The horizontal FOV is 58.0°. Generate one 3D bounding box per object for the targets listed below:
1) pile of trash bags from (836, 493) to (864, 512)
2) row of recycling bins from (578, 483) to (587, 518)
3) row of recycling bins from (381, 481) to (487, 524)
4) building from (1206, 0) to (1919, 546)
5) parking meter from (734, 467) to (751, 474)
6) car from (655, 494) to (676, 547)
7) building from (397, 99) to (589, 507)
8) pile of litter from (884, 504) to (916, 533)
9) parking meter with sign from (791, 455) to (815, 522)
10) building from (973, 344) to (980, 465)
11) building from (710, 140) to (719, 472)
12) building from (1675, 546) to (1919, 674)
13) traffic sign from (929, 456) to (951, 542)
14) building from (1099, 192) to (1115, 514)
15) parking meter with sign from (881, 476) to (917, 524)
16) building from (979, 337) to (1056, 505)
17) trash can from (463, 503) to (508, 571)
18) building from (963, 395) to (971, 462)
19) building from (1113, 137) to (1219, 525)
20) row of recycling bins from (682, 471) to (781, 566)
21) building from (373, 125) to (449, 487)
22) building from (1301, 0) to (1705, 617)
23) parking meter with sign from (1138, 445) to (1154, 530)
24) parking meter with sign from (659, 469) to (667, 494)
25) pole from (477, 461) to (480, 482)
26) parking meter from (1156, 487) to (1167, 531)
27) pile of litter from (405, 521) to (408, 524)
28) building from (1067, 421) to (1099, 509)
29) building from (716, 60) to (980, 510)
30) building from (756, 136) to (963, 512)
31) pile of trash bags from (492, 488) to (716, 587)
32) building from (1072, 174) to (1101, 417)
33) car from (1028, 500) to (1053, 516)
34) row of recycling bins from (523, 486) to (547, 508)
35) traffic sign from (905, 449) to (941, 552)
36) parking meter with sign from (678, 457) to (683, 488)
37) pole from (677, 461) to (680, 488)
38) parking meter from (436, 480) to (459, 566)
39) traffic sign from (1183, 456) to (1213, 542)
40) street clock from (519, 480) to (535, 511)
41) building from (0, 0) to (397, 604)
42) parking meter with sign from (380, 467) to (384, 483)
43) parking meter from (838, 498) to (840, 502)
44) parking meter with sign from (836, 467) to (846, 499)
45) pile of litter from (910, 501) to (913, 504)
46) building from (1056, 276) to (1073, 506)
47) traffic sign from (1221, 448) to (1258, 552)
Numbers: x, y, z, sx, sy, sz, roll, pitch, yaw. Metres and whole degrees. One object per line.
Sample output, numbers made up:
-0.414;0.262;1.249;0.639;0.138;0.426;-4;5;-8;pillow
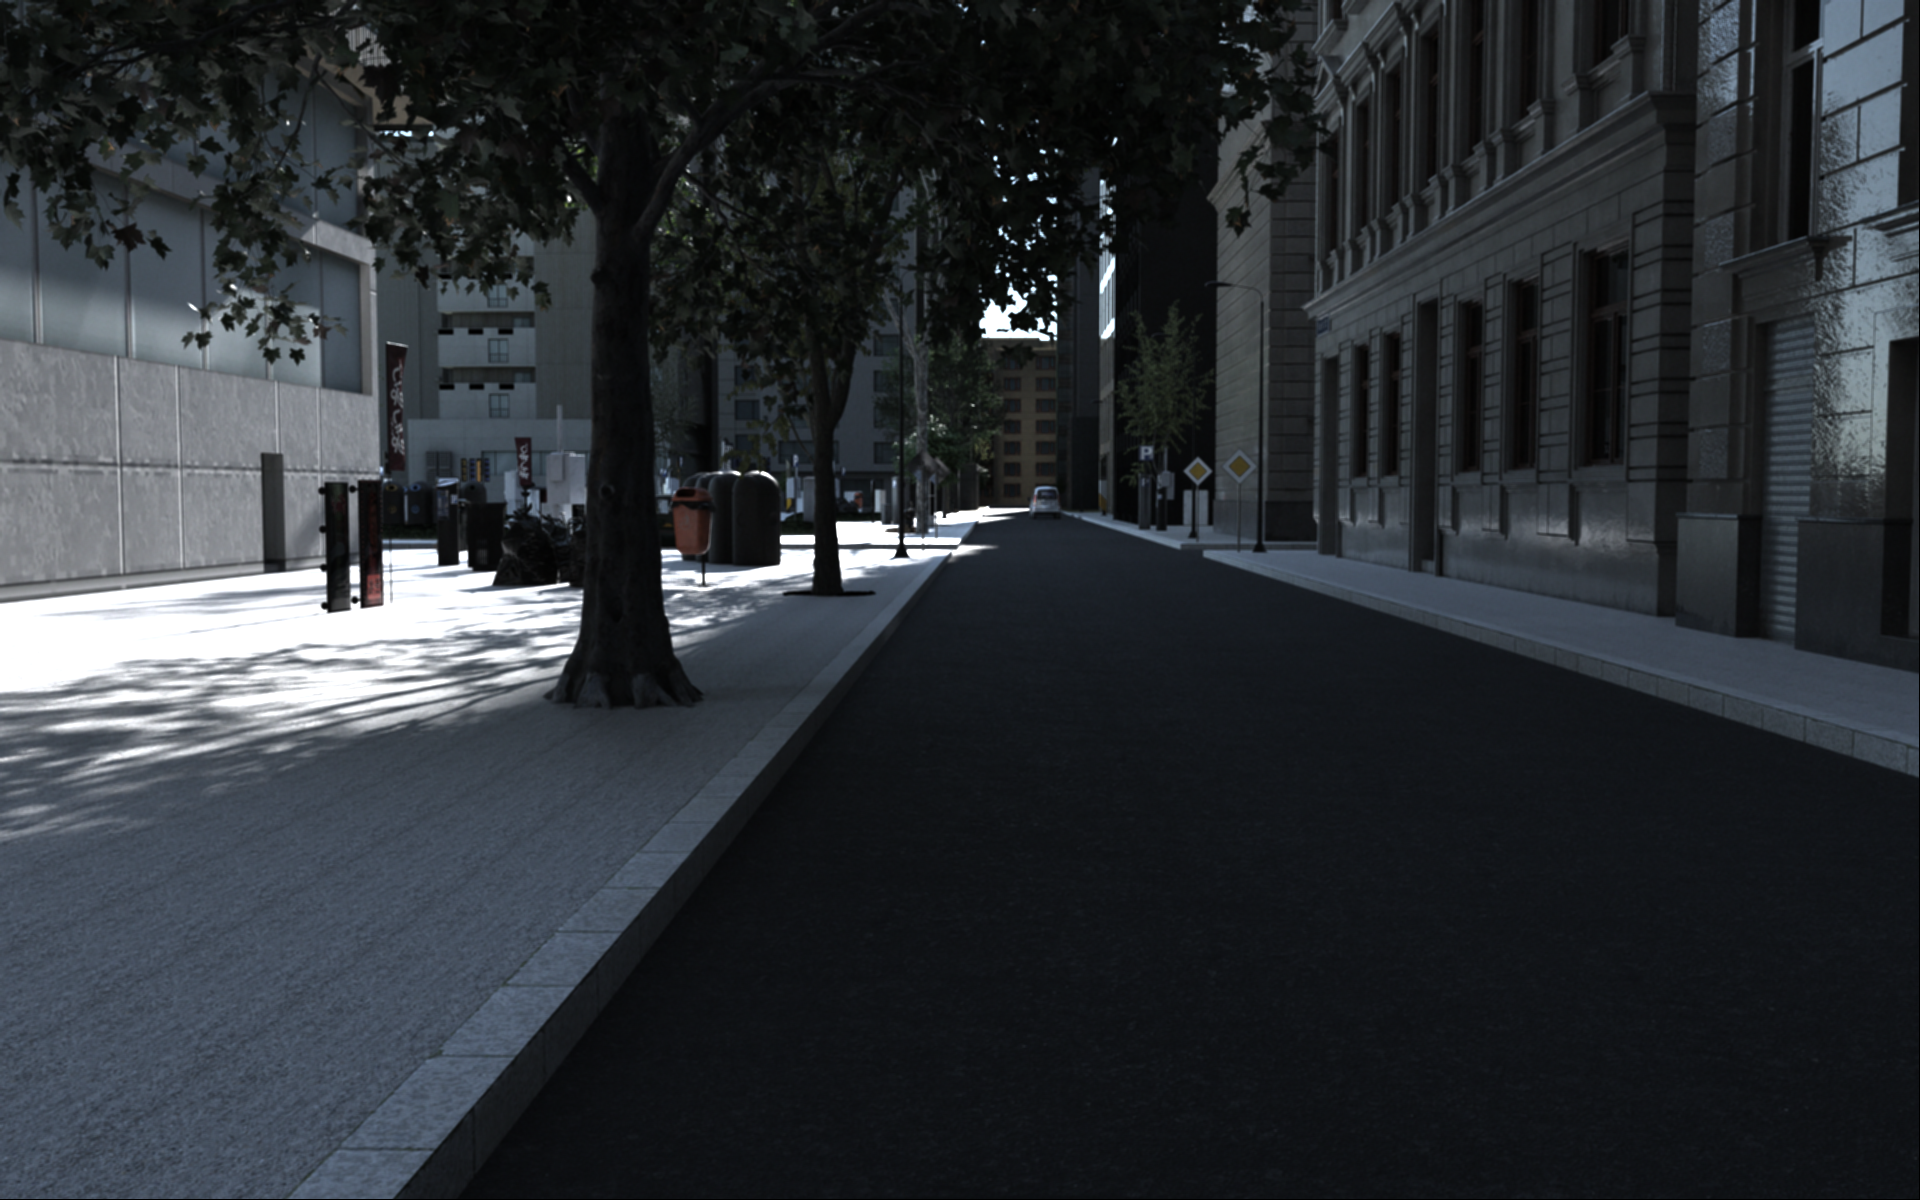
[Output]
-6.415;-5.351;97.249;1.912;1.369;3.447;2;4;26;pile of trash bags
-13.831;-3.622;66.335;1.069;1.692;3.534;3;5;40;row of recycling bins
-16.240;-2.828;53.344;3.534;1.692;1.069;1;4;10;row of recycling bins
20.477;-15.536;51.284;25.104;27.353;12.463;0;4;1;building
-4.680;-1.952;37.619;0.399;1.863;0.255;-2;4;-30;parking meter
-6.504;-1.961;41.852;4.222;1.686;2.009;0;4;2;car
-40.433;-36.334;183.300;27.495;52.752;28.713;0;4;1;building
-1.878;-2.633;57.011;1.176;0.858;1.719;-1;4;-16;pile of litter
-6.526;-4.893;76.254;1.738;3.016;0.543;1;4;22;parking meter with sign
-4.976;-33.006;189.751;14.200;45.320;14.600;0;4;1;building
-19.470;-31.026;190.866;14.086;41.232;14.154;0;4;1;building
12.310;-12.631;3.782;12.463;27.353;25.104;0;4;1;building
-0.630;-2.603;46.198;0.795;2.450;0.064;0;4;1;traffic sign
18.951;-18.275;103.315;19.350;26.468;34.151;0;4;1;building
-2.538;-4.746;73.860;1.738;3.016;0.543;-2;4;-34;parking meter with sign
-1.186;-22.848;218.605;28.899;21.520;27.650;0;4;1;building
-7.922;-1.058;28.947;0.748;1.137;0.748;0;3;0;trash can
-6.043;-23.970;163.608;14.160;30.474;14.107;0;4;1;building
13.634;-15.185;77.947;12.332;23.373;15.834;0;4;1;building
-4.337;-1.543;32.343;1.069;1.692;3.534;-2;4;-28;row of recycling bins
-62.048;-31.079;191.731;14.086;41.232;14.154;0;4;1;building
12.461;-11.673;27.014;11.583;22.565;21.152;0;4;1;building
6.739;-4.078;62.943;0.543;3.016;1.738;0;4;5;parking meter with sign
-19.972;-7.461;118.246;0.543;3.016;1.738;-2;4;-30;parking meter with sign
-30.023;-6.987;108.076;0.158;3.312;0.155;0;3;0;pole
7.045;-3.187;60.516;0.372;1.533;0.369;0;3;0;parking meter
-20.053;-3.032;63.545;1.176;0.858;1.719;3;4;38;pile of litter
20.362;-50.406;136.817;22.319;86.520;31.000;0;4;1;building
-8.648;-43.232;145.094;20.563;71.187;20.611;0;4;1;building
-7.199;-21.833;128.676;14.160;30.474;14.107;0;4;1;building
-4.954;-0.904;24.532;3.447;1.369;1.912;2;4;25;pile of trash bags
21.441;-38.253;167.436;21.231;58.520;28.212;0;4;1;building
5.324;-6.173;110.516;1.945;1.707;3.694;0;4;1;car
-26.757;-6.370;111.267;3.534;1.692;1.069;3;4;38;row of recycling bins
-0.815;-2.115;38.215;0.795;2.450;0.064;0;4;1;traffic sign
-12.197;-5.158;80.600;1.738;3.016;0.543;0;4;5;parking meter with sign
-17.526;-6.975;107.891;0.158;3.312;0.155;0;3;0;pole
-9.221;-1.393;31.191;0.372;1.533;0.369;0;3;0;parking meter
6.312;-2.592;46.017;0.795;2.450;0.064;0;4;1;traffic sign
-15.486;-3.498;61.762;0.358;2.002;0.471;1;4;13;street clock
-23.440;-26.371;20.399;27.495;52.752;28.713;0;4;1;building
-36.431;-6.998;110.672;0.543;3.016;1.738;1;4;22;parking meter with sign
-8.405;-6.886;118.292;0.399;1.863;0.255;-1;4;-13;parking meter
-8.319;-7.107;112.466;1.738;3.016;0.543;2;4;24;parking meter with sign
-2.875;-5.009;95.868;1.719;0.858;1.176;1;4;16;pile of litter
17.487;-30.922;189.170;14.154;41.232;14.086;0;4;1;building
6.127;-2.103;38.034;0.795;2.450;0.064;0;4;1;traffic sign
